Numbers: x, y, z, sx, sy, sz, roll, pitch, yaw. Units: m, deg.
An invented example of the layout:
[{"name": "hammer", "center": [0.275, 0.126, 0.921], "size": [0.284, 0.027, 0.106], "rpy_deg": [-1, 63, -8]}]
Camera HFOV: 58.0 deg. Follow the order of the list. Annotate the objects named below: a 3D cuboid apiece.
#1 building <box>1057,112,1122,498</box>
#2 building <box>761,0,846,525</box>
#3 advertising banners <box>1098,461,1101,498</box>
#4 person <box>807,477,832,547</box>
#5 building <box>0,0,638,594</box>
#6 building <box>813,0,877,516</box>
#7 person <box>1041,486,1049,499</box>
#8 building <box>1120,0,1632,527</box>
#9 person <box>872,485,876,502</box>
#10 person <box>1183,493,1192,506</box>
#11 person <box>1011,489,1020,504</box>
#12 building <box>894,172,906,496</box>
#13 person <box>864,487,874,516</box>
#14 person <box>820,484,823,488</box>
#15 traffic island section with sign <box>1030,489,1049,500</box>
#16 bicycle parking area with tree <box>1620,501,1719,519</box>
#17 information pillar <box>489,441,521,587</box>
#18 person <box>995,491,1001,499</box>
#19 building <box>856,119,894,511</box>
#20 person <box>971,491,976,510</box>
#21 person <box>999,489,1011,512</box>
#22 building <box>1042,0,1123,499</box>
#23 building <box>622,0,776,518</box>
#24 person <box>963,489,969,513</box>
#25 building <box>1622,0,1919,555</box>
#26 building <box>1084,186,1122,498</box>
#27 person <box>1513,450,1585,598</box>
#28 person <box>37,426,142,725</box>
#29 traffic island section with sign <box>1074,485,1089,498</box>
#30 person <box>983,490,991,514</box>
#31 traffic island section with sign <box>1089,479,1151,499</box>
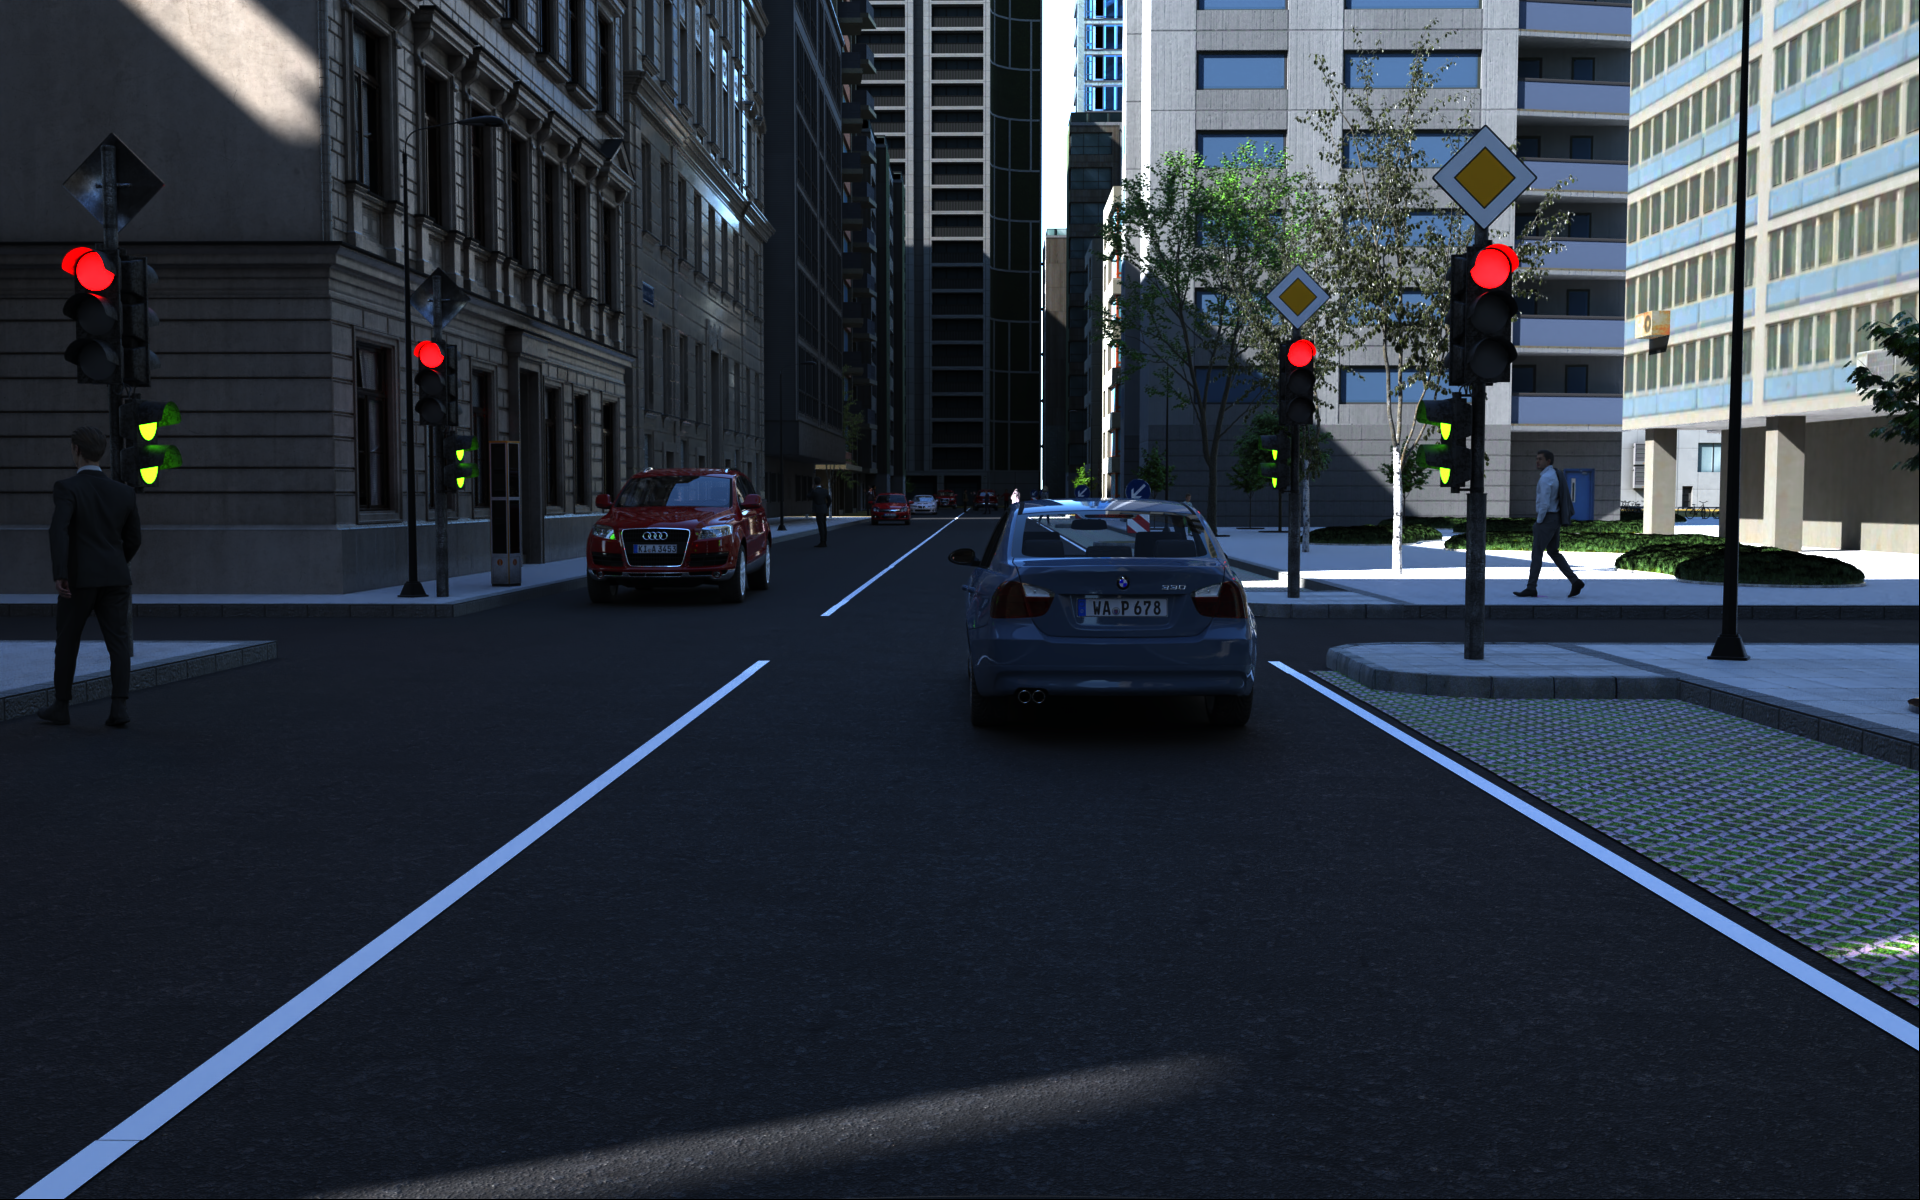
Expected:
[{"name": "building", "center": [15.164, -22.174, 134.243], "size": [14.160, 30.474, 14.107], "rpy_deg": [0, 4, 1]}, {"name": "building", "center": [-13.160, -17.353, 77.230], "size": [14.314, 27.812, 24.014], "rpy_deg": [0, 4, 1]}, {"name": "advertising banners", "center": [6.595, -5.249, 82.015], "size": [0.090, 3.025, 2.074], "rpy_deg": [0, 4, 7]}, {"name": "person", "center": [-3.815, -2.381, 46.785], "size": [0.474, 1.900, 0.648], "rpy_deg": [3, 4, 36]}, {"name": "building", "center": [-12.440, -10.157, 30.688], "size": [10.561, 19.102, 19.286], "rpy_deg": [0, 4, 1]}, {"name": "building", "center": [-16.869, -27.902, 110.829], "size": [22.147, 44.769, 28.867], "rpy_deg": [0, 4, 1]}, {"name": "person", "center": [3.750, -4.207, 77.466], "size": [0.728, 1.800, 0.709], "rpy_deg": [-2, 4, -29]}, {"name": "building", "center": [18.035, -32.873, 79.477], "size": [21.231, 58.520, 28.212], "rpy_deg": [0, 4, 1]}, {"name": "person", "center": [-5.343, -6.249, 108.173], "size": [0.705, 1.831, 1.348], "rpy_deg": [0, 4, -2]}, {"name": "person", "center": [6.982, -2.646, 53.553], "size": [0.590, 1.304, 0.306], "rpy_deg": [3, 5, 44]}, {"name": "person", "center": [3.294, -5.681, 102.057], "size": [0.551, 1.740, 0.621], "rpy_deg": [-2, 4, -32]}, {"name": "building", "center": [-12.054, -23.068, 148.859], "size": [14.160, 30.474, 14.107], "rpy_deg": [0, 4, 1]}, {"name": "person", "center": [-5.306, -5.789, 101.493], "size": [0.445, 1.727, 0.742], "rpy_deg": [2, 4, 24]}, {"name": "person", "center": [-7.627, -5.433, 94.884], "size": [0.555, 1.821, 0.388], "rpy_deg": [0, 4, 3]}, {"name": "traffic island section with sign", "center": [5.889, -7.053, 123.945], "size": [1.989, 1.847, 2.006], "rpy_deg": [0, 4, 1]}, {"name": "bicycle parking area with tree", "center": [35.850, -6.391, 91.495], "size": [9.016, 4.147, 8.231], "rpy_deg": [0, 4, -6]}, {"name": "information pillar", "center": [-6.322, -1.198, 24.082], "size": [0.304, 2.012, 0.304], "rpy_deg": [1, 4, 20]}, {"name": "person", "center": [3.518, -10.021, 173.064], "size": [1.217, 1.735, 0.721], "rpy_deg": [0, 4, 6]}, {"name": "building", "center": [-12.810, -22.137, 133.645], "size": [14.160, 30.474, 14.107], "rpy_deg": [0, 4, 1]}, {"name": "person", "center": [1.154, -8.932, 155.337], "size": [0.742, 1.727, 0.445], "rpy_deg": [3, 5, 39]}, {"name": "person", "center": [3.766, -8.063, 140.267], "size": [1.348, 1.831, 0.705], "rpy_deg": [0, 4, -1]}, {"name": "building", "center": [19.123, -51.527, 155.138], "size": [22.319, 86.520, 31.000], "rpy_deg": [0, 4, 1]}, {"name": "building", "center": [-13.148, -15.620, 52.656], "size": [12.463, 27.353, 25.104], "rpy_deg": [0, 4, 1]}, {"name": "person", "center": [0.442, -7.667, 133.946], "size": [0.705, 1.812, 1.348], "rpy_deg": [1, 4, 10]}, {"name": "building", "center": [29.232, -21.015, 35.473], "size": [23.993, 40.220, 32.217], "rpy_deg": [0, 4, 1]}, {"name": "building", "center": [22.653, -16.307, 111.655], "size": [27.650, 21.520, 28.899], "rpy_deg": [0, 4, 1]}, {"name": "person", "center": [7.331, -0.940, 21.506], "size": [0.850, 1.850, 0.679], "rpy_deg": [2, 4, 32]}, {"name": "person", "center": [-5.428, -0.150, 10.731], "size": [0.755, 1.850, 0.659], "rpy_deg": [3, 4, 36]}, {"name": "traffic island section with sign", "center": [5.033, -3.957, 73.324], "size": [1.989, 1.847, 2.006], "rpy_deg": [0, 4, 1]}, {"name": "person", "center": [1.902, -6.976, 123.477], "size": [0.530, 1.710, 0.541], "rpy_deg": [-1, 4, -12]}, {"name": "traffic island section with sign", "center": [4.565, -2.289, 46.061], "size": [1.989, 1.847, 2.006], "rpy_deg": [0, 4, 1]}]
